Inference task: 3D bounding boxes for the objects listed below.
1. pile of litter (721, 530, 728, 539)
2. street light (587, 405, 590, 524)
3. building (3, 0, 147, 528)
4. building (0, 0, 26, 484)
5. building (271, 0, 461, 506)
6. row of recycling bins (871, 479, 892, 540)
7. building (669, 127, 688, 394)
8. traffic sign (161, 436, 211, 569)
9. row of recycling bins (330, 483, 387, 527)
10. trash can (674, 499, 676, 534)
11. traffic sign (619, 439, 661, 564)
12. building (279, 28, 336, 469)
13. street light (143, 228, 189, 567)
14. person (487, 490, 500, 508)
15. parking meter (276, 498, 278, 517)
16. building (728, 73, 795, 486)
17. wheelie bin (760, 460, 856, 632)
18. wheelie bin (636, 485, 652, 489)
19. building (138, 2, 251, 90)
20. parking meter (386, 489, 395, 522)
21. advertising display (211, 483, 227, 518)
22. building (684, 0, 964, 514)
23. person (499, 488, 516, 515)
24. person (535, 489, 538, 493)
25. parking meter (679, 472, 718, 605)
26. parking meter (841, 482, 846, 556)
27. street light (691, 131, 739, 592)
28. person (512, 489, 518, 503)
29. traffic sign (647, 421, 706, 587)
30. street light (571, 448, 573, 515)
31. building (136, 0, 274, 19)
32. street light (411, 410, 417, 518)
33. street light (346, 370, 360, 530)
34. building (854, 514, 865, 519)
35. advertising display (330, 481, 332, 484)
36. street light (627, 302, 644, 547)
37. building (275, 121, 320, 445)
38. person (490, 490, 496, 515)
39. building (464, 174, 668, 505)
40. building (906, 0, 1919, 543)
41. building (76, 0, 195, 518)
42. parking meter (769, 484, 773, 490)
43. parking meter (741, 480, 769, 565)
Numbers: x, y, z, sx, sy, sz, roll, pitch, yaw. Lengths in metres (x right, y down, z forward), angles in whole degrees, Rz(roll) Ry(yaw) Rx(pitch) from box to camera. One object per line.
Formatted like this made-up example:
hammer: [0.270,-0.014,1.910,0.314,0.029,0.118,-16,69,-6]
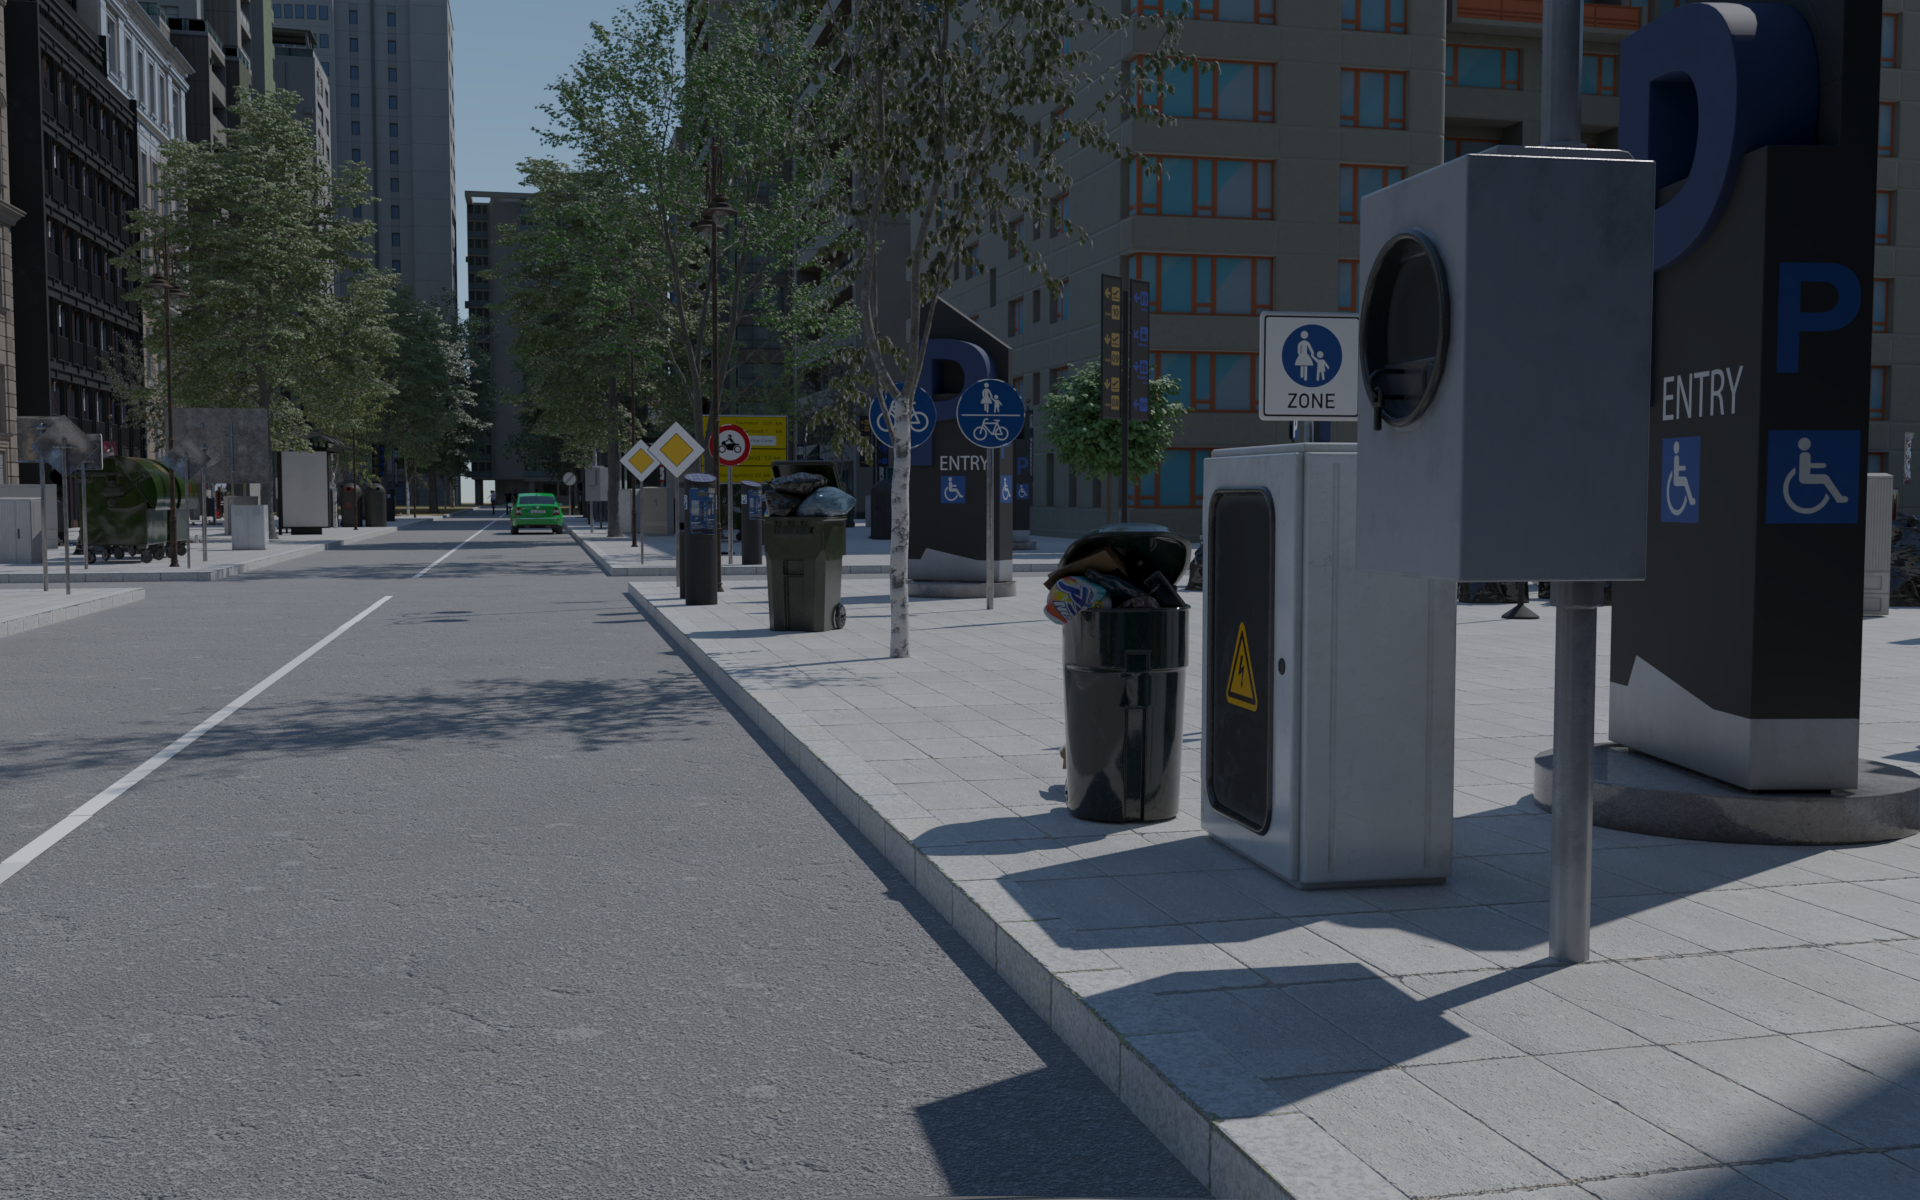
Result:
pile of litter: [-7.220,-2.184,49.680,1.176,0.858,1.719,-1,4,-13]
street light: [-15.659,-6.130,73.014,0.468,5.910,1.993,-1,4,-14]
building: [-40.290,-14.544,67.464,12.332,23.373,15.834,-1,4,-14]
building: [-35.752,-15.298,47.388,12.463,27.353,25.104,-1,4,-14]
building: [-72.698,-40.223,199.637,28.212,58.520,21.231,-1,4,-14]
row of recycling bins: [-0.826,-2.581,49.305,3.534,1.692,1.069,-1,4,-19]
building: [-27.282,-34.121,207.983,14.200,45.320,14.600,-1,4,-14]
traffic sign: [-13.287,-1.599,29.788,0.795,2.450,0.064,-1,4,-14]
row of recycling bins: [-24.080,-3.671,67.126,3.534,1.692,1.069,-1,4,-13]
trash can: [-9.355,-2.685,55.549,0.748,1.137,0.748,0,3,0]
traffic sign: [-5.811,-1.710,31.605,0.795,2.450,0.064,-1,4,-14]
building: [-63.442,-28.773,154.040,14.086,41.232,14.154,-1,4,-14]
street light: [-13.845,-3.521,30.349,0.468,5.910,1.993,-1,4,-14]
person: [-47.816,-10.344,177.620,1.348,1.824,0.705,-2,4,-33]
parking meter: [-38.038,-5.410,96.866,0.372,1.533,0.369,0,3,0]
building: [-9.681,-21.530,123.713,14.160,30.474,14.107,-1,4,-14]
wheelie bin: [-1.443,-0.514,16.308,0.980,1.594,0.693,1,4,16]
wheelie bin: [-10.791,-3.116,58.847,0.980,1.594,0.693,-2,4,-30]
building: [-51.214,-20.383,104.966,14.160,30.474,14.107,-1,4,-14]
parking meter: [-26.591,-4.432,80.867,0.372,1.533,0.369,0,3,0]
advertising display: [-40.352,-5.454,94.381,0.123,1.923,0.974,2,4,27]
building: [-10.662,-31.656,141.273,21.300,48.544,21.600,-1,4,-14]
person: [-31.294,-6.818,119.983,1.348,1.822,0.705,1,4,17]
person: [-32.572,-7.624,133.153,1.348,1.824,0.705,-3,5,-40]
parking meter: [-3.003,-0.713,20.072,0.372,1.533,0.369,0,3,0]
parking meter: [-2.571,-1.701,36.216,0.372,1.533,0.369,0,3,0]
street light: [-3.184,-3.044,22.551,0.468,5.910,1.993,-1,4,-14]
person: [-36.395,-8.167,142.054,0.705,1.821,1.348,1,4,22]
traffic sign: [-3.898,-1.236,23.851,0.795,2.450,0.064,-1,4,-14]
street light: [-23.391,-8.042,104.279,0.468,5.910,1.993,-1,4,-14]
building: [-54.988,-26.588,118.307,14.154,41.232,14.086,-1,4,-14]
street light: [-29.420,-7.371,93.303,0.468,5.910,1.993,-1,4,-14]
street light: [-21.567,-5.435,61.642,0.468,5.910,1.993,-1,4,-14]
building: [2.574,-29.088,99.283,21.300,48.544,21.600,-1,4,-14]
advertising display: [-29.660,-4.685,81.820,0.123,1.923,0.974,-2,4,-28]
street light: [-7.883,-4.219,41.768,0.468,5.910,1.993,-1,4,-14]
building: [-57.593,-22.088,132.844,14.160,30.474,14.107,-1,4,-14]
person: [-32.812,-6.854,121.493,0.436,1.711,0.756,1,4,19]
building: [-47.857,-31.801,211.820,23.993,40.220,32.217,-1,4,-14]
building: [15.127,-13.206,60.952,28.899,21.520,27.650,-1,4,-14]
building: [-46.060,-18.258,84.424,13.634,28.700,20.117,-1,4,-14]
parking meter: [-4.891,-2.154,43.637,0.372,1.533,0.369,0,3,0]
parking meter: [-3.781,-1.409,31.447,0.372,1.533,0.369,0,3,0]
